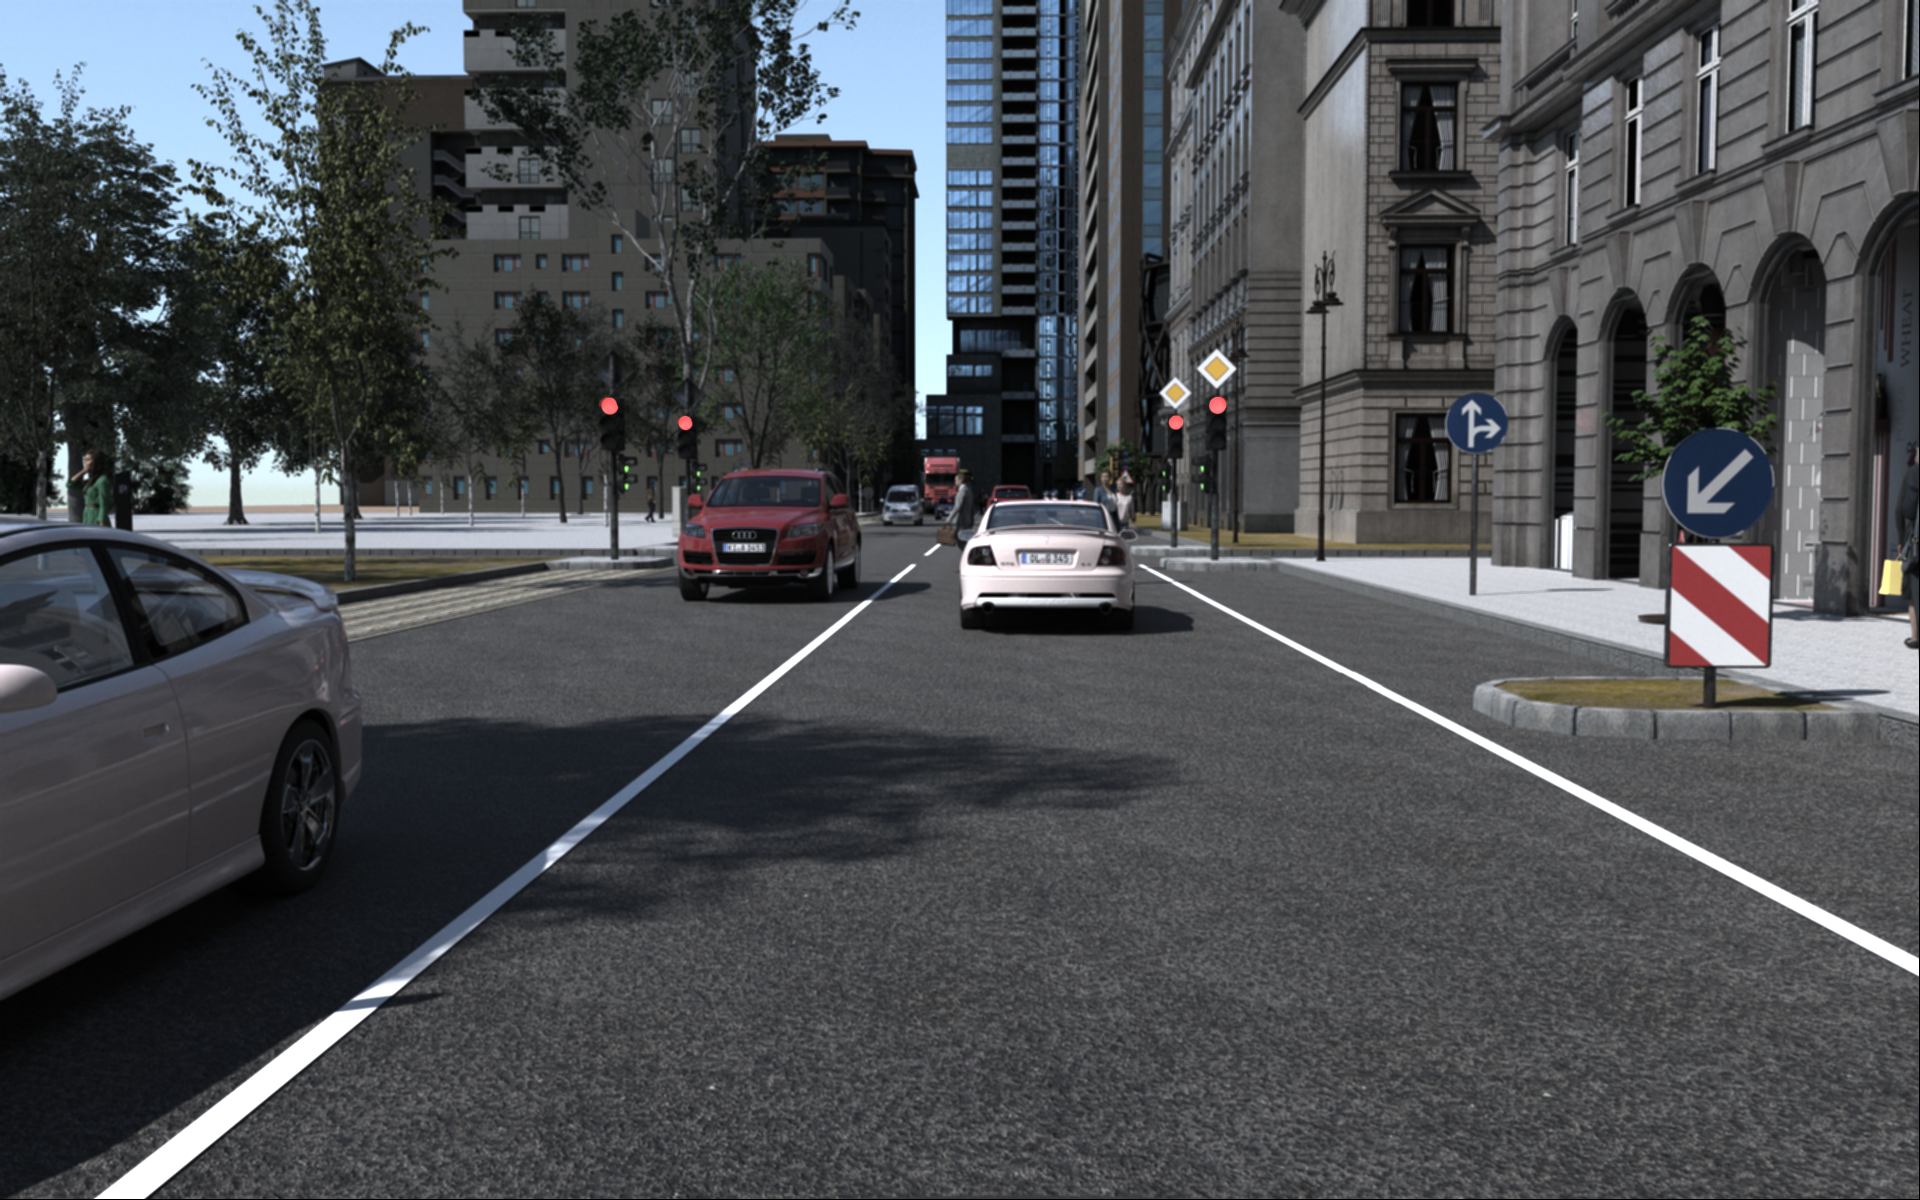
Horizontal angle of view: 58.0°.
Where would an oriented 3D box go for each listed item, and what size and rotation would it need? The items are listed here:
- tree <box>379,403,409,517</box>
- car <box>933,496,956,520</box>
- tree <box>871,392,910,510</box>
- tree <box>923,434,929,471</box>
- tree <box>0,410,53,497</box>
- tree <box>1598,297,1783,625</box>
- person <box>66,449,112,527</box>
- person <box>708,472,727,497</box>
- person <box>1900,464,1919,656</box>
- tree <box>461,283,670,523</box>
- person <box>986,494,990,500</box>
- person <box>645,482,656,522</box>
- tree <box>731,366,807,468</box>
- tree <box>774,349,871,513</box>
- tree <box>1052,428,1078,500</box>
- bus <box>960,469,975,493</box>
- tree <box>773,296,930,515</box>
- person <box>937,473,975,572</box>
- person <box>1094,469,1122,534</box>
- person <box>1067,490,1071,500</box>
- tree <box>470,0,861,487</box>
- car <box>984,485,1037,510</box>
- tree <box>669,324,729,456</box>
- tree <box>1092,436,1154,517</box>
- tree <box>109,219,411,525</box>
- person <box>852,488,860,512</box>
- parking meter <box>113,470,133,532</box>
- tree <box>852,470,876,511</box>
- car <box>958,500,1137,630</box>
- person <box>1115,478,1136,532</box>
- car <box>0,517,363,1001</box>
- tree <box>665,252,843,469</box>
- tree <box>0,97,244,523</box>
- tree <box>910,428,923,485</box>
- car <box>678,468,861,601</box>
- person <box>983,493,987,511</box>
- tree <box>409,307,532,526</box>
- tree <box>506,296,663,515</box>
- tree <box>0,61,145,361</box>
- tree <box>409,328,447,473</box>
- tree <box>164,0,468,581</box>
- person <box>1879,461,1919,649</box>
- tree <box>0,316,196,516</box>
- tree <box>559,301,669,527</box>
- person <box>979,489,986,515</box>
[{"bbox_3d":[-31.652,-8.973,97.078,4.360,8.622,3.978,0,3,0],"label":"tree"},{"bbox_3d":[-0.493,-5.136,96.561,1.945,1.354,3.894,0,4,2],"label":"car"},{"bbox_3d":[-6.588,-10.293,118.651,4.737,8.622,4.395,0,3,0],"label":"tree"},{"bbox_3d":[-5.432,-14.935,194.547,4.737,8.622,4.395,0,3,0],"label":"tree"},{"bbox_3d":[-57.980,-8.032,94.237,20.602,7.101,11.467,0,4,2],"label":"tree"},{"bbox_3d":[7.185,-1.382,17.193,1.663,3.219,1.824,0,3,0],"label":"tree"},{"bbox_3d":[-9.888,-0.832,19.894,0.600,1.795,0.529,3,4,38],"label":"person"},{"bbox_3d":[-3.854,-1.186,28.228,0.601,1.785,0.444,0,4,-7],"label":"person"},{"bbox_3d":[6.077,-0.252,10.593,0.576,1.772,0.534,-1,4,-9],"label":"person"},{"bbox_3d":[-18.019,-8.722,77.019,7.601,10.594,8.767,0,4,7],"label":"tree"},{"bbox_3d":[3.239,-10.891,189.825,1.065,1.426,0.557,-3,4,-38],"label":"person"},{"bbox_3d":[-13.941,-4.423,78.264,0.656,1.842,0.836,2,4,27],"label":"person"},{"bbox_3d":[-10.391,-8.957,96.809,4.360,8.622,3.978,0,3,0],"label":"tree"},{"bbox_3d":[-7.385,-8.416,87.960,4.737,8.622,4.395,0,3,0],"label":"tree"},{"bbox_3d":[12.034,-14.897,193.931,4.737,8.622,4.395,0,3,0],"label":"tree"},{"bbox_3d":[-0.016,-11.268,175.770,2.896,3.916,12.252,0,3,0],"label":"bus"},{"bbox_3d":[-7.087,-12.106,108.307,12.009,13.543,11.850,0,3,0],"label":"tree"},{"bbox_3d":[0.033,-1.408,31.639,0.853,1.813,0.709,1,4,15],"label":"person"},{"bbox_3d":[2.282,-1.152,27.366,0.581,1.822,0.654,-1,4,-21],"label":"person"},{"bbox_3d":[10.804,-10.040,171.003,0.445,1.727,0.742,-3,5,-40],"label":"person"},{"bbox_3d":[-9.518,-12.051,52.930,12.611,20.169,13.585,0,3,0],"label":"tree"},{"bbox_3d":[2.144,-3.943,73.135,2.281,1.827,5.304,0,4,0],"label":"car"},{"bbox_3d":[-15.699,-9.472,89.286,8.767,10.594,7.601,2,4,30],"label":"tree"},{"bbox_3d":[9.168,-6.975,97.760,4.285,4.588,4.351,0,3,0],"label":"tree"},{"bbox_3d":[-30.285,-9.499,72.322,9.611,12.733,9.660,0,3,0],"label":"tree"},{"bbox_3d":[-7.373,-7.343,126.824,1.217,1.736,0.721,-2,4,-32],"label":"person"},{"bbox_3d":[-20.134,-2.197,41.637,0.399,1.863,0.255,-2,4,-31],"label":"parking meter"},{"bbox_3d":[-7.435,-8.345,131.041,1.663,3.219,1.824,0,3,0],"label":"tree"},{"bbox_3d":[0.994,-0.449,19.708,2.083,1.381,4.827,0,4,3],"label":"car"},{"bbox_3d":[2.896,-1.441,32.727,0.731,1.740,0.598,-1,4,-15],"label":"person"},{"bbox_3d":[-3.296,0.455,4.927,2.083,1.381,4.827,0,4,2],"label":"car"},{"bbox_3d":[-8.892,-9.144,75.255,9.928,11.665,9.643,0,3,0],"label":"tree"},{"bbox_3d":[-29.153,-9.200,57.070,9.857,13.997,8.962,0,3,0],"label":"tree"},{"bbox_3d":[-6.208,-11.403,136.795,4.737,8.622,4.395,0,3,0],"label":"tree"},{"bbox_3d":[-2.637,-0.993,24.906,2.281,1.827,5.304,0,4,3],"label":"car"},{"bbox_3d":[2.055,-8.568,149.043,0.683,1.767,0.568,-1,4,-20],"label":"person"},{"bbox_3d":[-19.370,-7.275,69.301,4.360,8.622,3.978,0,3,0],"label":"tree"},{"bbox_3d":[-23.369,-12.016,106.828,12.009,13.543,11.850,0,3,0],"label":"tree"},{"bbox_3d":[-15.811,-4.832,29.358,4.360,8.622,3.978,0,3,0],"label":"tree"},{"bbox_3d":[-30.719,-10.430,87.532,9.611,12.733,9.660,0,3,0],"label":"tree"},{"bbox_3d":[-9.024,-4.571,25.094,4.737,8.622,4.395,0,3,0],"label":"tree"},{"bbox_3d":[7.813,-0.466,13.873,0.699,1.804,1.509,2,4,24],"label":"person"},{"bbox_3d":[-58.104,-12.641,108.506,18.604,14.587,13.155,1,4,13],"label":"tree"},{"bbox_3d":[-13.589,-7.158,67.390,4.360,8.622,3.978,0,3,0],"label":"tree"},{"bbox_3d":[1.553,-6.875,120.993,0.705,1.812,1.348,1,4,16],"label":"person"}]
